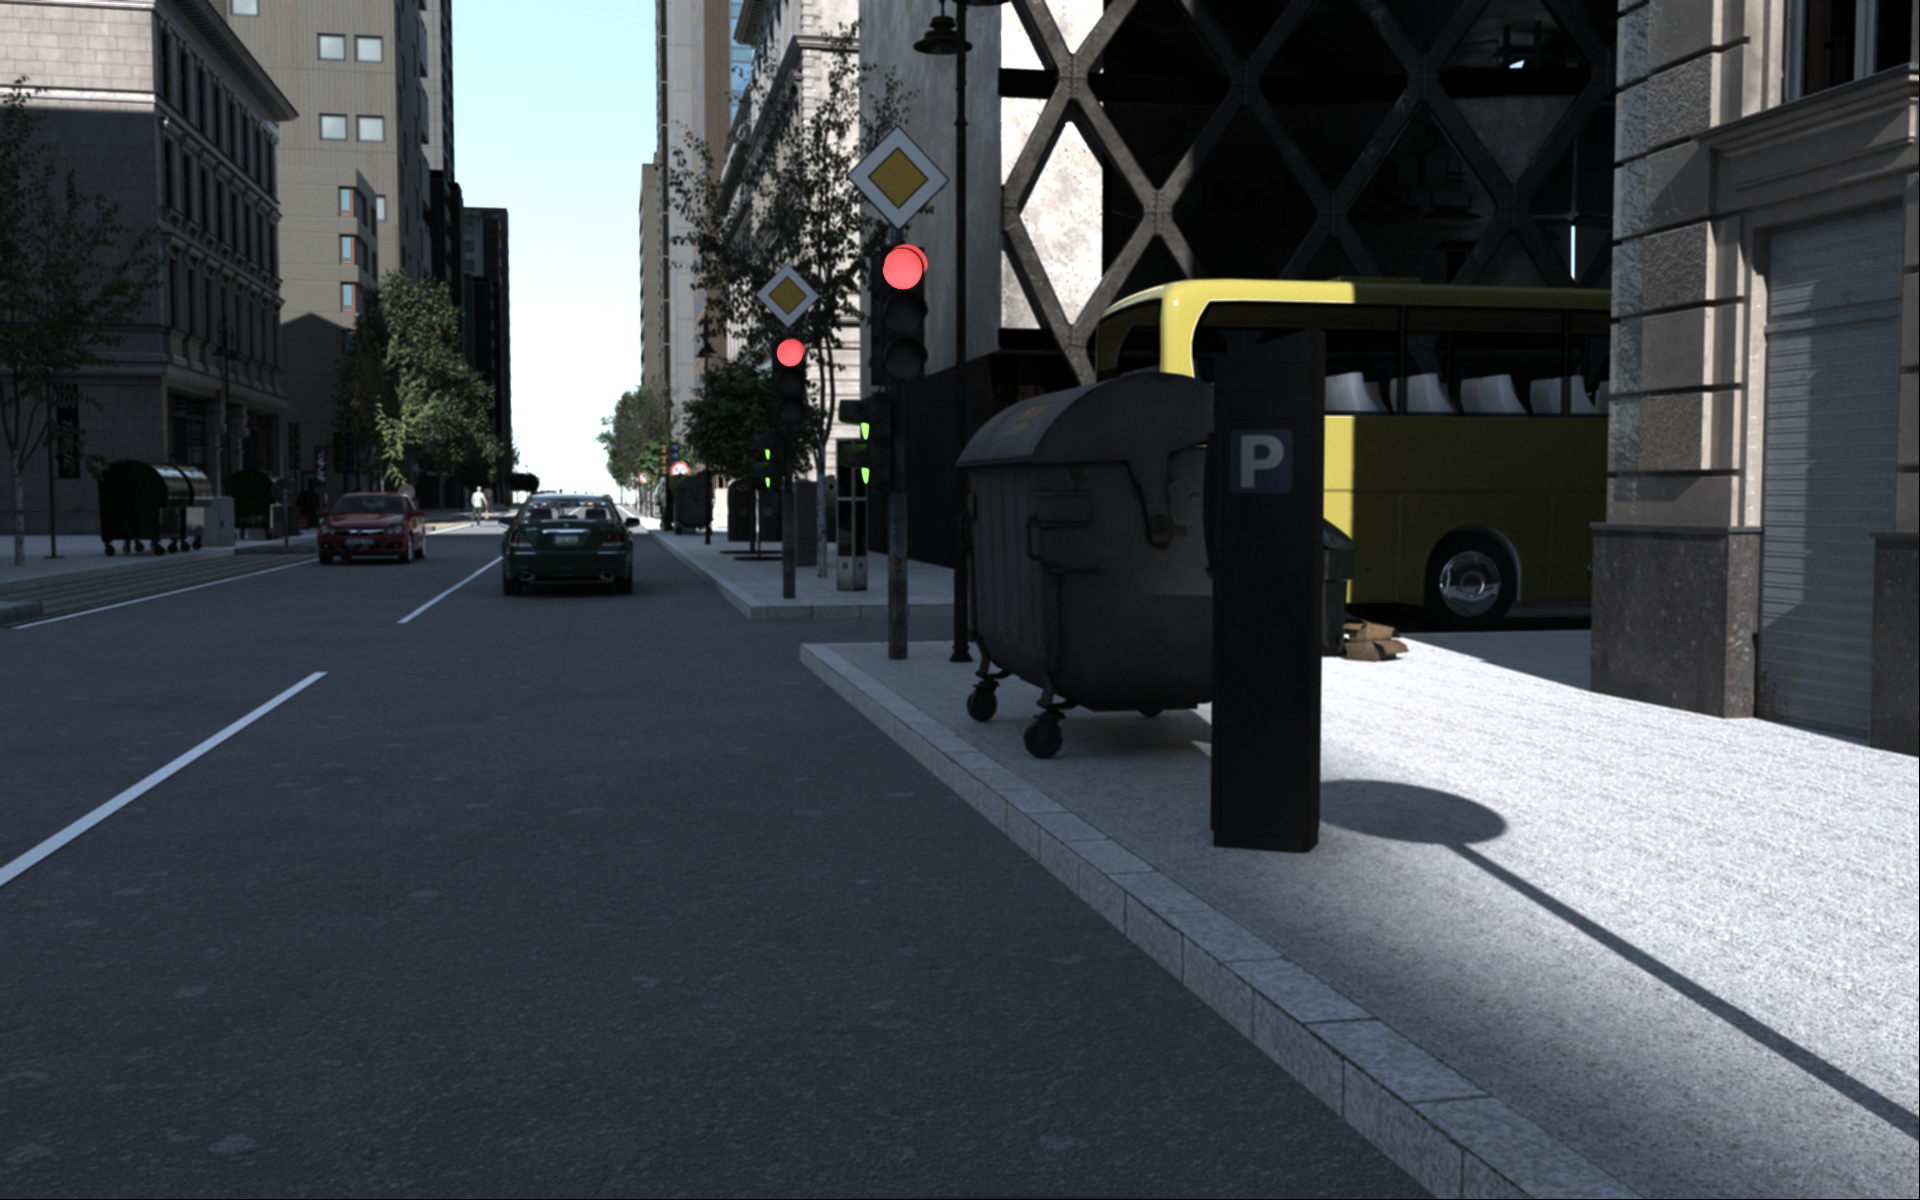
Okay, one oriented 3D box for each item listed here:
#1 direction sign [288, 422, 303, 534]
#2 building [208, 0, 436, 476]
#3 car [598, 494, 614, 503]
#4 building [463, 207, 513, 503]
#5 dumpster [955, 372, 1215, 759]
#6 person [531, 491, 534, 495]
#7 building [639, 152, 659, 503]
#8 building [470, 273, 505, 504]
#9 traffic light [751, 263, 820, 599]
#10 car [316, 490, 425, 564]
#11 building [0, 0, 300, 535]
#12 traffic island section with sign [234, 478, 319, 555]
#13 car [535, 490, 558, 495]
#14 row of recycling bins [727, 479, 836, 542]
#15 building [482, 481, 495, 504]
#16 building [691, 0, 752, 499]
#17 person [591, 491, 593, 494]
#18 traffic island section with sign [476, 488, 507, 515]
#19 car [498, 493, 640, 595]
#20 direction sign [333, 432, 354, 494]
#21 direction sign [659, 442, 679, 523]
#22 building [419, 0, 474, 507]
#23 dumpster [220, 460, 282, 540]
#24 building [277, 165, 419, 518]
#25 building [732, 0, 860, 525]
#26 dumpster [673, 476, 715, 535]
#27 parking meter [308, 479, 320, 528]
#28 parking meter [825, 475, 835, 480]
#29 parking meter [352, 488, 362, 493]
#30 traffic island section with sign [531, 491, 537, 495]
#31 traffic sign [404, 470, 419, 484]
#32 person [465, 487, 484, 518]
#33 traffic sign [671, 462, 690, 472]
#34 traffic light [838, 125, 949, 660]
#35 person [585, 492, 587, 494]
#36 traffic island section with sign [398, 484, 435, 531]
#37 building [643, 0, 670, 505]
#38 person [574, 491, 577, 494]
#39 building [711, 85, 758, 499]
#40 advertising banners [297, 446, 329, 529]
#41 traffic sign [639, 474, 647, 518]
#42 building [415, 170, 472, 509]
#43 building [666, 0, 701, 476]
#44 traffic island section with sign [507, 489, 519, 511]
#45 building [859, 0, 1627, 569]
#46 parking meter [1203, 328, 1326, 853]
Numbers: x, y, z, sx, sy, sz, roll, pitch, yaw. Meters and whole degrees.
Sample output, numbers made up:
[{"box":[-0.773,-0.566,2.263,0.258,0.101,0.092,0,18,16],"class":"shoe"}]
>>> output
[{"box":[-21.129,-3.857,55.057,0.379,3.537,0.876,0,3,0],"class":"direction sign"},{"box":[-54.709,-33.061,129.778,28.713,52.752,27.495,-1,4,-12],"class":"building"},{"box":[-32.296,-8.985,156.694,2.009,1.686,4.222,-1,4,-14],"class":"car"},{"box":[-69.651,-33.993,239.386,14.154,41.232,14.086,-1,4,-12],"class":"building"},{"box":[0.765,-0.206,9.131,1.264,1.857,1.865,-1,4,-12],"class":"dumpster"},{"box":[-46.022,-10.859,186.732,0.721,1.739,1.217,3,5,44],"class":"person"},{"box":[-33.786,-37.867,242.824,21.300,48.544,21.600,-1,4,-12],"class":"building"},{"box":[-67.185,-27.777,225.856,14.160,30.474,14.107,-1,4,-12],"class":"building"},{"box":[-2.121,-1.974,21.196,0.839,4.253,0.868,-1,4,-12],"class":"traffic light"},{"box":[-12.463,-1.698,36.799,2.155,1.783,4.494,-1,4,-11],"class":"car"},{"box":[-29.644,-12.453,54.517,10.553,20.767,40.483,-1,4,-12],"class":"building"},{"box":[-16.282,-2.028,41.784,1.989,1.847,2.006,-1,4,-12],"class":"traffic island section with sign"},{"box":[-36.931,-8.970,155.334,2.281,1.827,5.304,-1,4,-13],"class":"car"},{"box":[-4.681,-2.431,46.853,3.534,1.692,1.069,1,4,20],"class":"row of recycling bins"},{"box":[-72.495,-31.386,205.047,32.217,40.220,23.993,-1,4,-12],"class":"building"},{"box":[-9.523,-28.074,109.117,14.600,45.320,14.200,-1,4,-12],"class":"building"},{"box":[-50.766,-14.088,238.937,0.705,1.812,1.348,-1,4,-11],"class":"person"},{"box":[-31.911,-6.645,117.271,1.989,1.847,2.006,-1,4,-12],"class":"traffic island section with sign"},{"box":[-5.882,-0.874,26.082,2.131,1.459,4.920,-1,4,-12],"class":"car"},{"box":[-22.597,-4.377,63.569,0.876,3.537,0.379,1,4,20],"class":"direction sign"},{"box":[-12.752,-5.132,75.908,0.876,3.537,0.379,-2,4,-25],"class":"direction sign"},{"box":[-62.074,-45.557,183.100,20.563,71.187,20.611,-1,4,-12],"class":"building"},{"box":[-19.835,-2.827,48.709,1.502,2.255,1.985,-1,4,-12],"class":"dumpster"},{"box":[-48.355,-15.796,103.303,27.650,21.520,28.899,-1,4,-12],"class":"building"},{"box":[-1.968,-14.344,63.403,11.050,23.489,19.941,-1,4,-12],"class":"building"},{"box":[-8.402,-2.997,54.767,1.264,1.857,1.865,-1,4,-12],"class":"dumpster"},{"box":[-24.585,-3.681,65.901,0.255,1.863,0.399,1,4,11],"class":"parking meter"},{"box":[-3.986,-2.853,52.356,0.255,1.863,0.399,2,4,35],"class":"parking meter"},{"box":[-25.090,-3.894,72.075,0.372,1.533,0.369,0,3,0],"class":"parking meter"},{"box":[-48.576,-11.567,197.741,1.989,1.847,2.006,-1,4,-12],"class":"traffic island section with sign"},{"box":[-29.341,-5.663,92.688,0.768,2.556,0.104,0,4,-3],"class":"traffic sign"},{"box":[-28.568,-5.723,102.077,0.705,1.824,1.348,3,4,38],"class":"person"},{"box":[-10.965,-4.150,67.951,0.768,2.556,0.104,0,4,-2],"class":"traffic sign"},{"box":[-0.502,-1.496,13.376,0.839,4.253,0.868,-1,4,-12],"class":"traffic light"},{"box":[-43.023,-11.647,199.723,1.217,1.735,0.721,3,5,43],"class":"person"},{"box":[-21.753,-3.642,68.180,1.989,1.847,2.006,-1,4,-12],"class":"traffic island section with sign"},{"box":[-30.229,-47.896,221.356,20.563,71.187,20.611,-1,4,-12],"class":"building"},{"box":[-43.893,-11.561,197.533,1.348,1.823,0.705,3,5,39],"class":"person"},{"box":[-4.800,-14.892,85.289,13.314,21.916,24.055,-1,4,-12],"class":"building"},{"box":[-23.911,-4.076,62.828,2.074,3.025,0.090,-3,4,-36],"class":"advertising banners"},{"box":[-16.886,-5.693,93.185,0.768,2.556,0.104,0,4,-7],"class":"traffic sign"},{"box":[-51.345,-23.299,152.647,14.160,30.474,14.107,-1,4,-12],"class":"building"},{"box":[-11.429,-35.997,130.556,21.231,58.520,28.212,-1,4,-12],"class":"building"},{"box":[-37.371,-8.259,143.669,1.989,1.847,2.006,-1,4,-12],"class":"traffic island section with sign"},{"box":[7.567,-10.141,33.255,16.811,18.784,16.820,-1,4,-12],"class":"building"},{"box":[1.103,-0.036,6.301,0.399,1.863,0.255,1,4,23],"class":"parking meter"}]
